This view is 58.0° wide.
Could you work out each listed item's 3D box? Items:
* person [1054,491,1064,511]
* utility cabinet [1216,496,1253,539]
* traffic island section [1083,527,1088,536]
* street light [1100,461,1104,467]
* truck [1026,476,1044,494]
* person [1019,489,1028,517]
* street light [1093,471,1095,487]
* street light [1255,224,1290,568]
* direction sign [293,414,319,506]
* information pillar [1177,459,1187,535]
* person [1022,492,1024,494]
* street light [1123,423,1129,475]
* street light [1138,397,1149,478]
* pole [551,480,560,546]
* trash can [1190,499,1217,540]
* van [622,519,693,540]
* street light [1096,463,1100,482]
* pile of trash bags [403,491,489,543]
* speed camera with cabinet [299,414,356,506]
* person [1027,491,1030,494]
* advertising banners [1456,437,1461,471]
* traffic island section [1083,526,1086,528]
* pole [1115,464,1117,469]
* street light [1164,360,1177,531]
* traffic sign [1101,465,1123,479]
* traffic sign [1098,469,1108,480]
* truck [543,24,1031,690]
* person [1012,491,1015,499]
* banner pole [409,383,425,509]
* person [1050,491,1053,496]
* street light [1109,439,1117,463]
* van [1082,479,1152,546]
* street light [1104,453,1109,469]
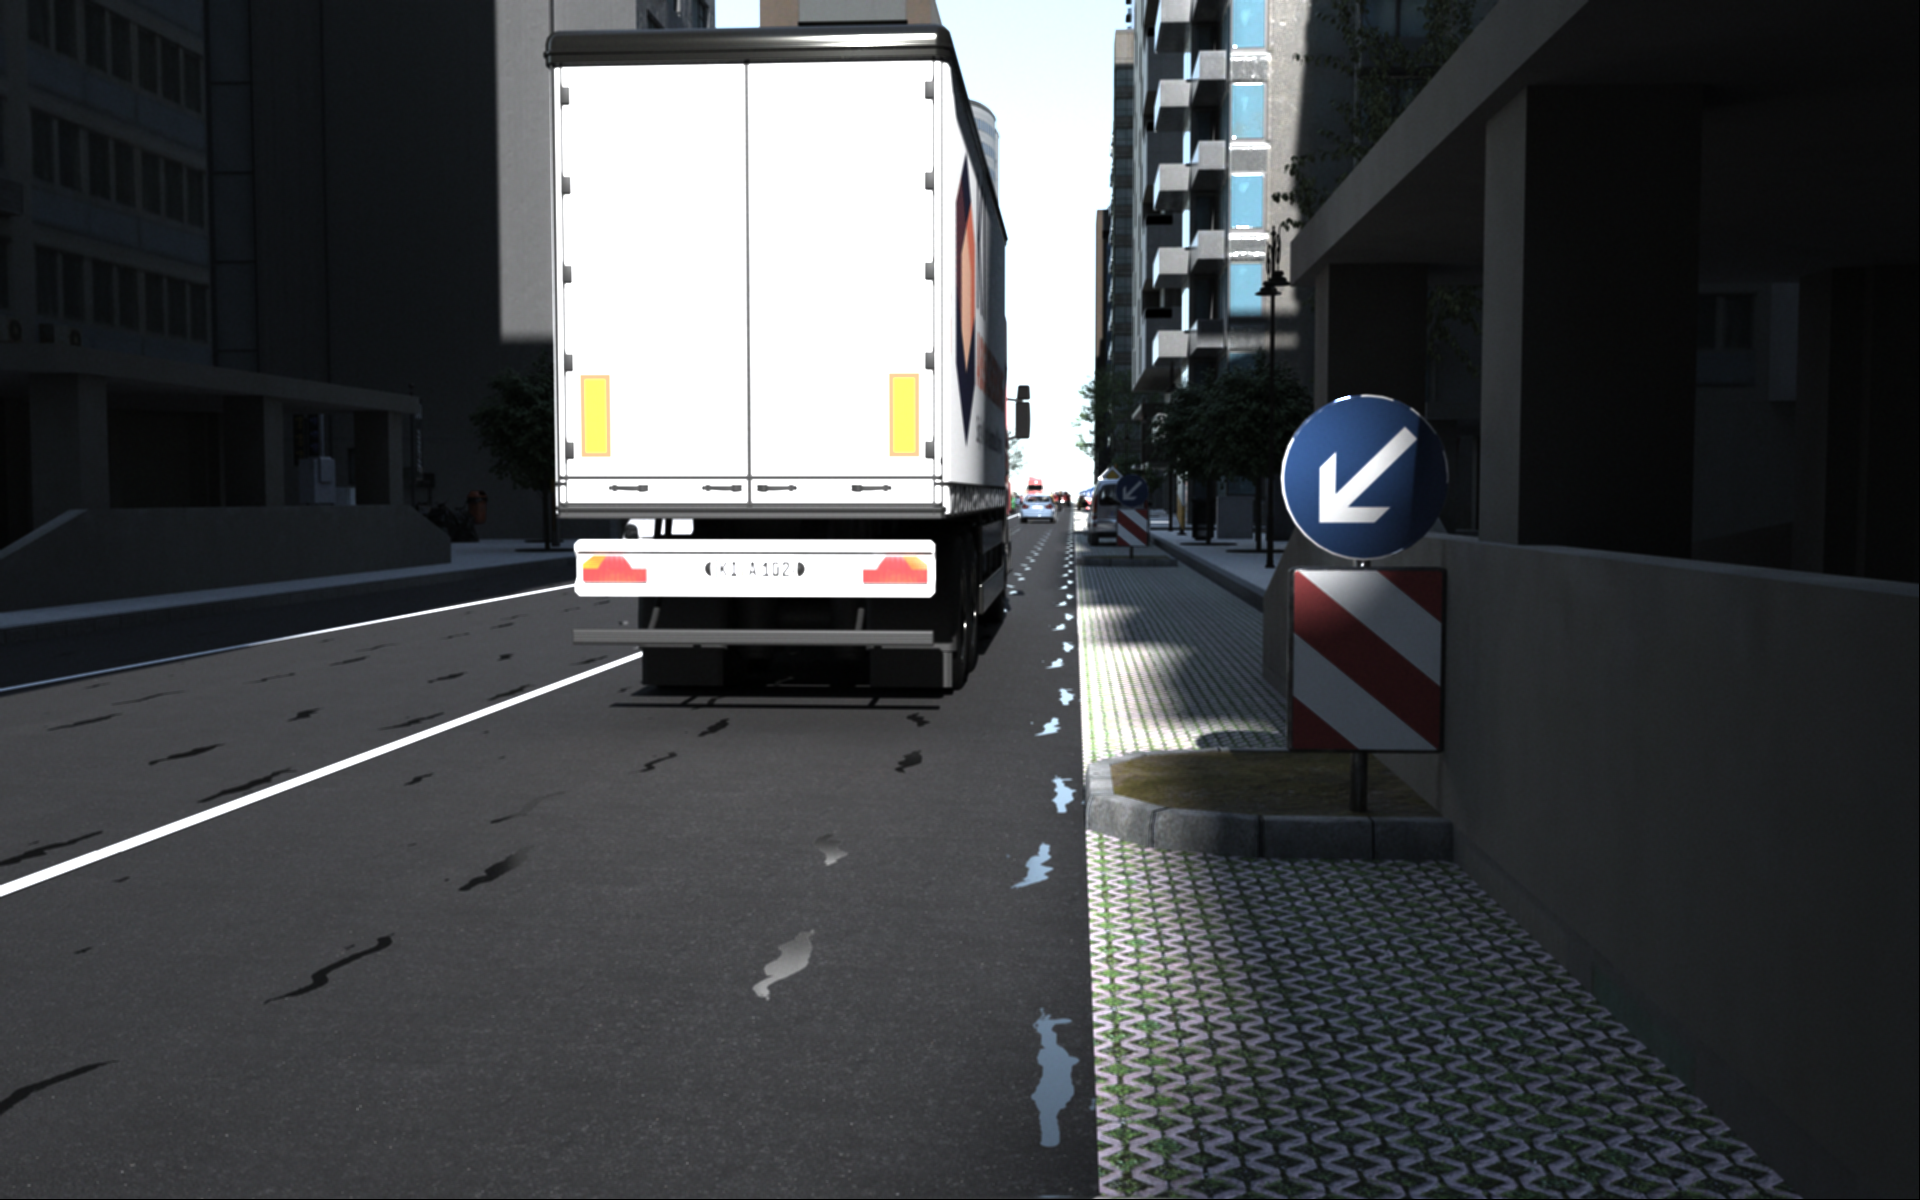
[{"bbox_3d":[8.387,-8.376,146.271,0.721,1.723,1.217,-3,5,-41],"label":"person"},{"bbox_3d":[7.923,-2.373,49.961,1.020,1.237,0.306,0,4,-1],"label":"utility cabinet"},{"bbox_3d":[5.316,-2.322,60.249,2.009,0.180,2.903,0,4,4],"label":"traffic island section"},{"bbox_3d":[15.821,-13.235,189.176,0.468,5.910,1.993,0,4,4],"label":"street light"},{"bbox_3d":[12.151,-17.686,278.075,2.839,4.237,11.283,0,4,4],"label":"truck"},{"bbox_3d":[3.800,-5.607,100.927,0.760,1.731,0.466,1,4,14],"label":"person"},{"bbox_3d":[19.175,-16.427,241.365,0.468,5.910,1.993,0,4,4],"label":"street light"},{"bbox_3d":[5.401,-3.499,30.001,0.468,5.910,1.993,0,4,4],"label":"street light"},{"bbox_3d":[-18.209,-3.443,48.295,0.379,3.537,0.876,2,4,26],"label":"direction sign"},{"bbox_3d":[6.933,-3.848,54.271,0.183,3.616,0.504,-1,4,-14],"label":"information pillar"},{"bbox_3d":[8.358,-13.391,228.155,1.217,1.736,0.721,3,4,36],"label":"person"},{"bbox_3d":[10.816,-8.555,112.664,0.468,5.910,1.993,0,4,4],"label":"street light"},{"bbox_3d":[8.770,-6.721,82.674,0.468,5.910,1.993,0,4,4],"label":"street light"},{"bbox_3d":[-9.918,-2.969,42.389,0.158,3.312,0.155,0,3,0],"label":"pole"},{"bbox_3d":[6.781,-2.241,48.301,0.748,1.137,0.748,0,3,0],"label":"trash can"},{"bbox_3d":[-4.670,-1.421,30.247,2.013,2.044,4.112,0,4,5],"label":"van"},{"bbox_3d":[17.669,-15.056,218.957,0.468,5.910,1.993,0,4,4],"label":"street light"},{"bbox_3d":[-13.713,-2.236,46.312,1.912,1.369,3.447,1,4,17],"label":"pile of trash bags"},{"bbox_3d":[-15.549,-2.998,43.355,0.660,3.252,2.038,2,4,27],"label":"speed camera with cabinet"},{"bbox_3d":[9.560,-14.337,242.535,1.348,1.869,0.705,2,4,26],"label":"person"},{"bbox_3d":[13.588,-3.338,50.757,2.074,3.025,0.090,1,4,23],"label":"advertising banners"},{"bbox_3d":[5.837,-2.810,68.217,2.009,0.180,2.903,0,4,4],"label":"traffic island section"},{"bbox_3d":[10.461,-7.486,116.239,0.158,3.312,0.155,0,3,0],"label":"pole"},{"bbox_3d":[7.273,-5.312,59.643,0.468,5.910,1.993,0,4,4],"label":"street light"},{"bbox_3d":[5.292,-3.458,60.173,0.795,2.450,0.064,0,4,4],"label":"traffic sign"},{"bbox_3d":[5.813,-3.945,68.141,0.795,2.450,0.064,0,4,4],"label":"traffic sign"},{"bbox_3d":[-0.895,-1.659,16.032,2.839,4.237,11.283,0,4,4],"label":"truck"},{"bbox_3d":[6.393,-12.269,209.104,0.705,1.824,1.348,-2,4,-26],"label":"person"},{"bbox_3d":[-12.368,-3.023,39.444,0.401,3.779,0.863,0,4,4],"label":"banner pole"},{"bbox_3d":[9.299,-10.334,178.249,0.721,1.735,1.217,-1,4,-16],"label":"person"},{"bbox_3d":[12.693,-10.368,142.305,0.468,5.910,1.993,0,4,4],"label":"street light"},{"bbox_3d":[4.467,-2.570,49.027,2.013,2.044,4.112,0,4,3],"label":"van"},{"bbox_3d":[13.760,-11.423,159.546,0.468,5.910,1.993,0,4,4],"label":"street light"}]
